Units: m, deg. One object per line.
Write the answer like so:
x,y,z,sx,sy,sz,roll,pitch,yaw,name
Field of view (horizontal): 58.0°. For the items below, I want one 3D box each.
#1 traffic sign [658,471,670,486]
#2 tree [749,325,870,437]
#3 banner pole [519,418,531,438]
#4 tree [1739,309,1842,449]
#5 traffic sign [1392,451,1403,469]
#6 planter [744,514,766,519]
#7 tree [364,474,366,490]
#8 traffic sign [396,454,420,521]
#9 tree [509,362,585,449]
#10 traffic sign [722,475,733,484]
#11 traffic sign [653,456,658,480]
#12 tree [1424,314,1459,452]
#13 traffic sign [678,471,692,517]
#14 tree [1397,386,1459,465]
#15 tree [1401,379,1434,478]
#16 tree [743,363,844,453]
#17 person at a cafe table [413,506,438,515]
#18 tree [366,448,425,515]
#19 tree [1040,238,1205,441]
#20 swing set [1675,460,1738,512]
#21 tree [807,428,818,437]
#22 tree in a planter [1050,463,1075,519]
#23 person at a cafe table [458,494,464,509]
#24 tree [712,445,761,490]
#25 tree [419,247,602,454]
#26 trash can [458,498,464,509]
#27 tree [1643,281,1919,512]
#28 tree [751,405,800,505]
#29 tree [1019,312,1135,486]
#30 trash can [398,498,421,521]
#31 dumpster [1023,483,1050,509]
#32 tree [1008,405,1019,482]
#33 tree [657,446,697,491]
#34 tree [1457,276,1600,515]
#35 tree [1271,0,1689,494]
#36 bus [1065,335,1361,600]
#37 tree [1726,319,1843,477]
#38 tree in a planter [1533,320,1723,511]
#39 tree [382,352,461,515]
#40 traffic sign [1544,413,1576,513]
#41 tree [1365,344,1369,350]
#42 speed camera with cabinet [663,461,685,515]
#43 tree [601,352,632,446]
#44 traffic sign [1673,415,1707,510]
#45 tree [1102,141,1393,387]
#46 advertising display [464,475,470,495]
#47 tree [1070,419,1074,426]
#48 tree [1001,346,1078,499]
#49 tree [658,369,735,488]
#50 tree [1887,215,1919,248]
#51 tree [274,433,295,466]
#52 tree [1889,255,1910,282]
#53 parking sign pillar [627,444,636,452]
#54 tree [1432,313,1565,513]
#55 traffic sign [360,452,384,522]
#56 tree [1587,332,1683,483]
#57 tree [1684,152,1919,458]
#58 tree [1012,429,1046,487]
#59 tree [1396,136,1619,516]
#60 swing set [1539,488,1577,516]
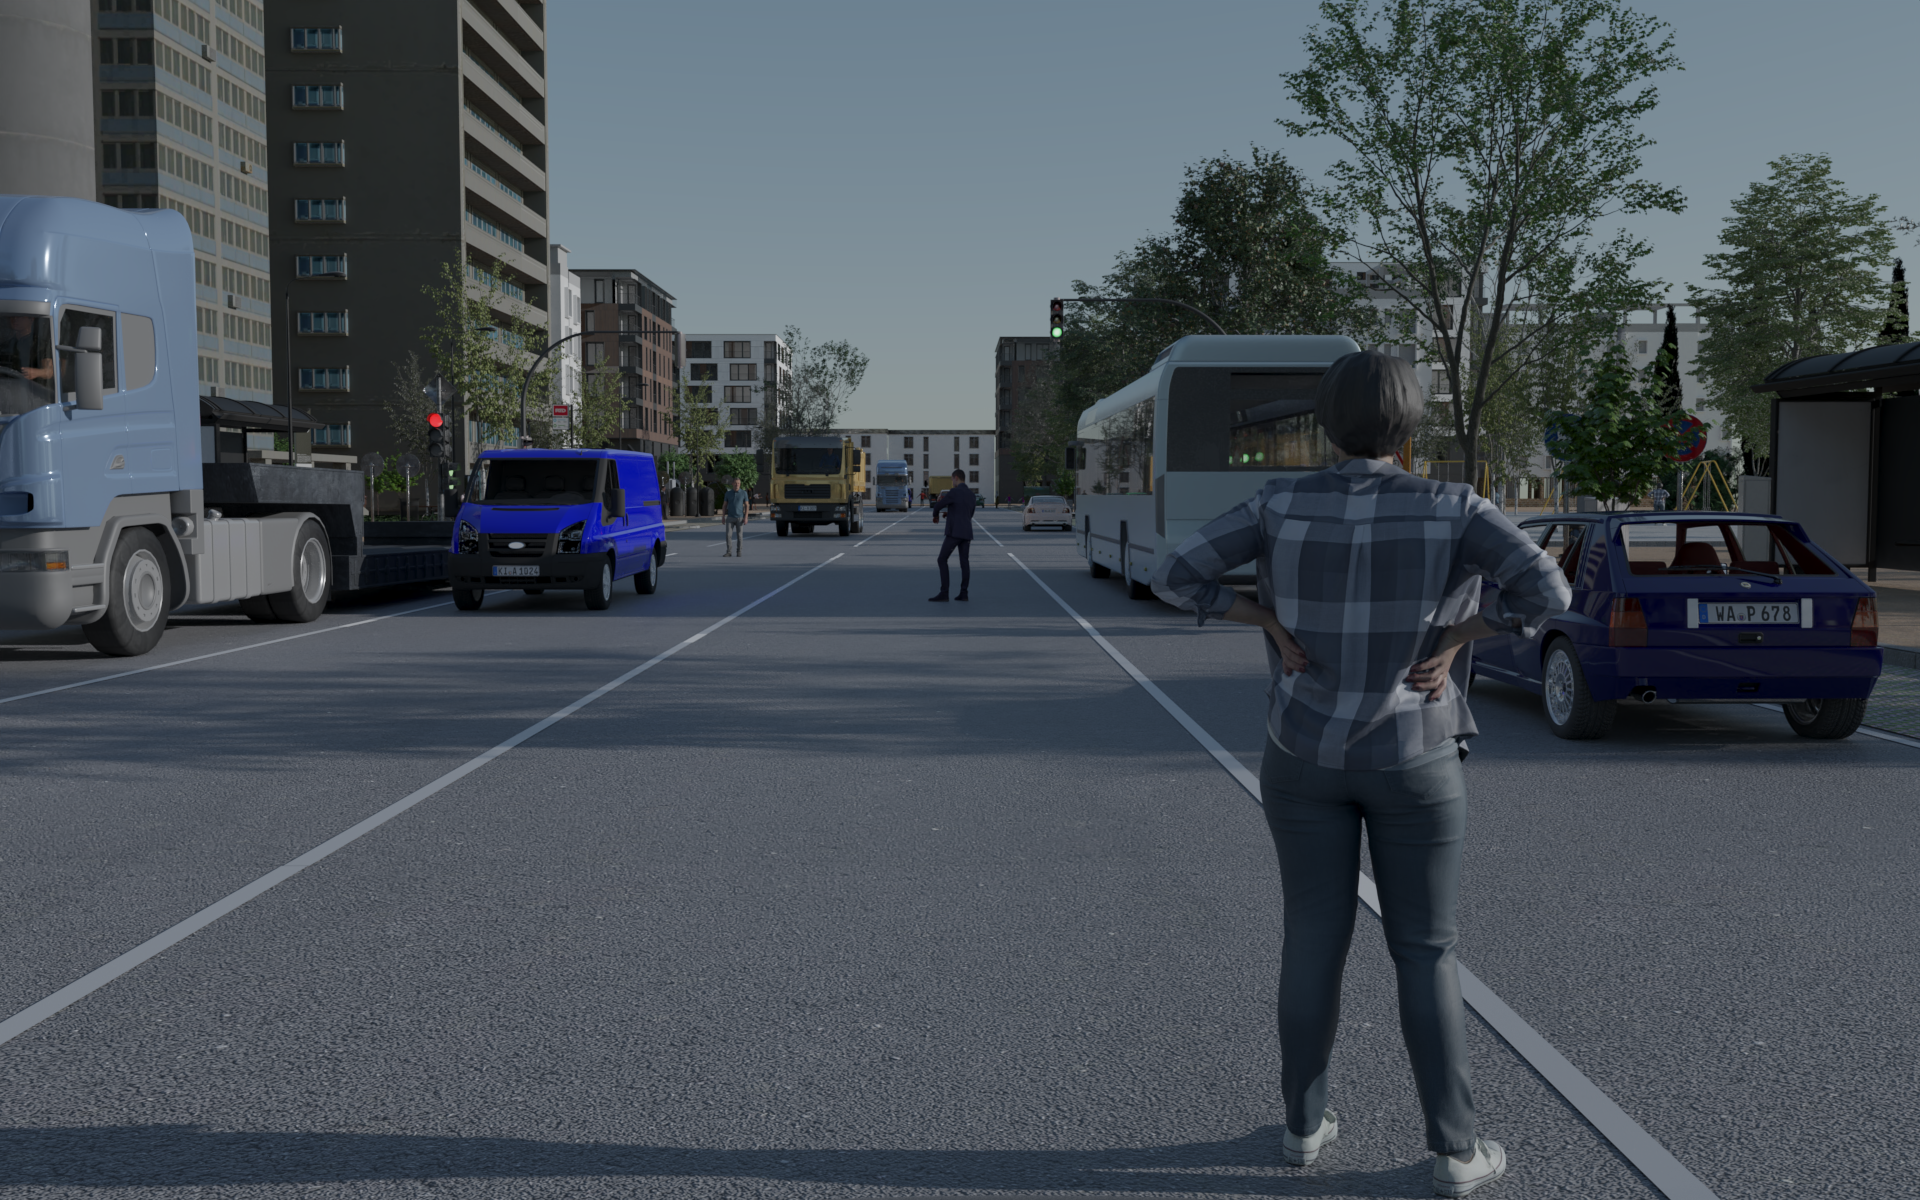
-16.254,-5.784,94.669,0.768,2.556,0.104,0,4,6,traffic sign
-16.775,-20.713,194.540,12.611,20.169,13.585,0,3,0,tree
-14.426,-4.133,57.593,0.401,3.779,0.863,-3,5,-43,banner pole
31.886,-7.091,66.303,4.360,8.622,3.978,0,3,0,tree
10.076,-2.489,40.691,0.884,2.594,0.081,0,4,0,traffic sign
-12.238,-4.820,99.952,1.991,0.319,1.994,0,4,0,planter
-26.102,-5.102,78.021,1.663,3.219,1.824,0,3,0,tree
-17.360,-3.325,54.470,0.768,2.556,0.104,0,4,1,traffic sign
-23.186,-8.959,96.846,4.360,8.622,3.978,0,3,0,tree
-15.281,-6.938,113.545,0.768,2.556,0.104,0,4,6,traffic sign
-17.127,-5.984,91.712,2.265,3.308,0.079,0,4,6,traffic sign
19.411,-6.921,63.522,4.737,8.622,4.395,0,3,0,tree
-15.383,-5.924,96.965,0.768,2.556,0.104,0,4,1,traffic sign
30.336,-11.286,118.946,8.767,10.594,7.601,0,4,3,tree
28.685,-9.642,108.002,4.360,8.622,3.978,0,3,0,tree
-15.468,-15.400,162.162,12.009,13.543,11.850,0,3,0,tree
-24.441,-4.279,80.822,1.726,1.238,1.698,2,4,24,person at a cafe table
-23.663,-4.791,72.939,1.663,3.219,1.824,0,3,0,tree
8.917,-11.112,88.342,9.857,13.997,8.962,0,3,0,tree
35.331,-5.161,82.003,2.862,2.851,3.119,1,4,14,swing set
-15.136,-14.148,181.687,4.737,8.622,4.395,0,3,0,tree
6.101,-6.301,100.245,1.991,3.239,1.994,0,4,0,tree in a planter
-26.085,-5.133,92.437,1.622,1.524,1.698,0,4,6,person at a cafe table
-15.008,-8.125,116.554,4.285,4.588,4.351,0,3,0,tree
-14.215,-6.239,52.369,4.737,8.622,4.395,0,3,0,tree
-17.245,-2.967,60.158,0.748,1.137,0.748,0,3,0,trash can
53.948,-13.116,116.260,18.604,14.587,13.155,-1,4,-10,tree
-15.314,-11.786,143.068,4.360,8.622,3.978,0,3,0,tree
9.119,-11.597,107.737,7.486,12.596,7.792,0,3,0,tree
-19.009,-2.946,59.825,0.748,1.137,0.748,0,3,0,trash can
5.653,-7.521,127.921,1.985,2.255,1.502,0,4,1,dumpster
8.619,-15.237,167.250,7.486,12.596,7.792,0,3,0,tree
-19.312,-8.145,116.879,4.285,4.588,4.351,0,3,0,tree
19.869,-6.565,57.704,4.737,8.622,4.395,0,3,0,tree
9.807,-6.578,33.309,9.928,11.665,9.643,0,3,0,tree
3.476,-1.946,26.678,2.948,3.499,13.247,0,4,-1,bus
35.029,-7.443,72.050,4.737,8.622,4.395,0,3,0,tree
6.753,-1.263,17.868,1.991,3.239,1.994,0,4,0,tree in a planter
-27.308,-8.449,88.506,4.360,8.622,3.978,0,3,0,tree
9.638,-1.675,27.498,0.768,2.556,0.104,1,4,9,traffic sign
17.795,-7.880,79.201,4.737,8.622,4.395,0,3,0,tree
-17.023,-6.779,105.171,2.038,3.252,0.660,1,4,12,speed camera with cabinet
-18.785,-8.426,88.130,4.737,8.622,4.395,0,3,0,tree
11.436,-1.677,27.517,0.768,2.556,0.104,1,4,8,traffic sign
9.410,-8.551,56.812,9.611,12.733,9.660,0,3,0,tree
-16.369,-3.236,58.124,0.123,1.923,0.974,0,4,8,advertising display
9.030,-10.131,116.004,4.737,8.622,4.395,0,3,0,tree
8.360,-13.827,136.441,12.009,13.543,11.850,0,3,0,tree
-15.457,-9.242,101.464,4.737,8.622,4.395,0,3,0,tree
21.868,-7.307,29.848,12.009,13.543,11.850,0,3,0,tree
-35.548,-6.499,89.969,4.285,4.588,4.351,0,3,0,tree
53.120,-12.138,100.271,18.604,14.587,13.155,-2,4,-30,tree
-17.627,-6.422,93.478,1.447,3.967,1.447,-3,5,-44,parking sign pillar
22.047,-7.313,69.937,4.360,8.622,3.978,0,3,0,tree
-17.905,-3.220,52.752,0.768,2.556,0.104,1,4,8,traffic sign
29.910,-7.790,77.725,4.360,8.622,3.978,0,3,0,tree
28.047,-8.588,58.549,7.486,12.596,7.792,0,3,0,tree
7.933,-15.130,197.739,4.737,8.622,4.395,0,3,0,tree
29.582,-14.538,93.590,12.611,20.169,13.585,0,3,0,tree
29.509,-5.230,83.135,2.862,2.851,3.119,2,4,30,swing set
